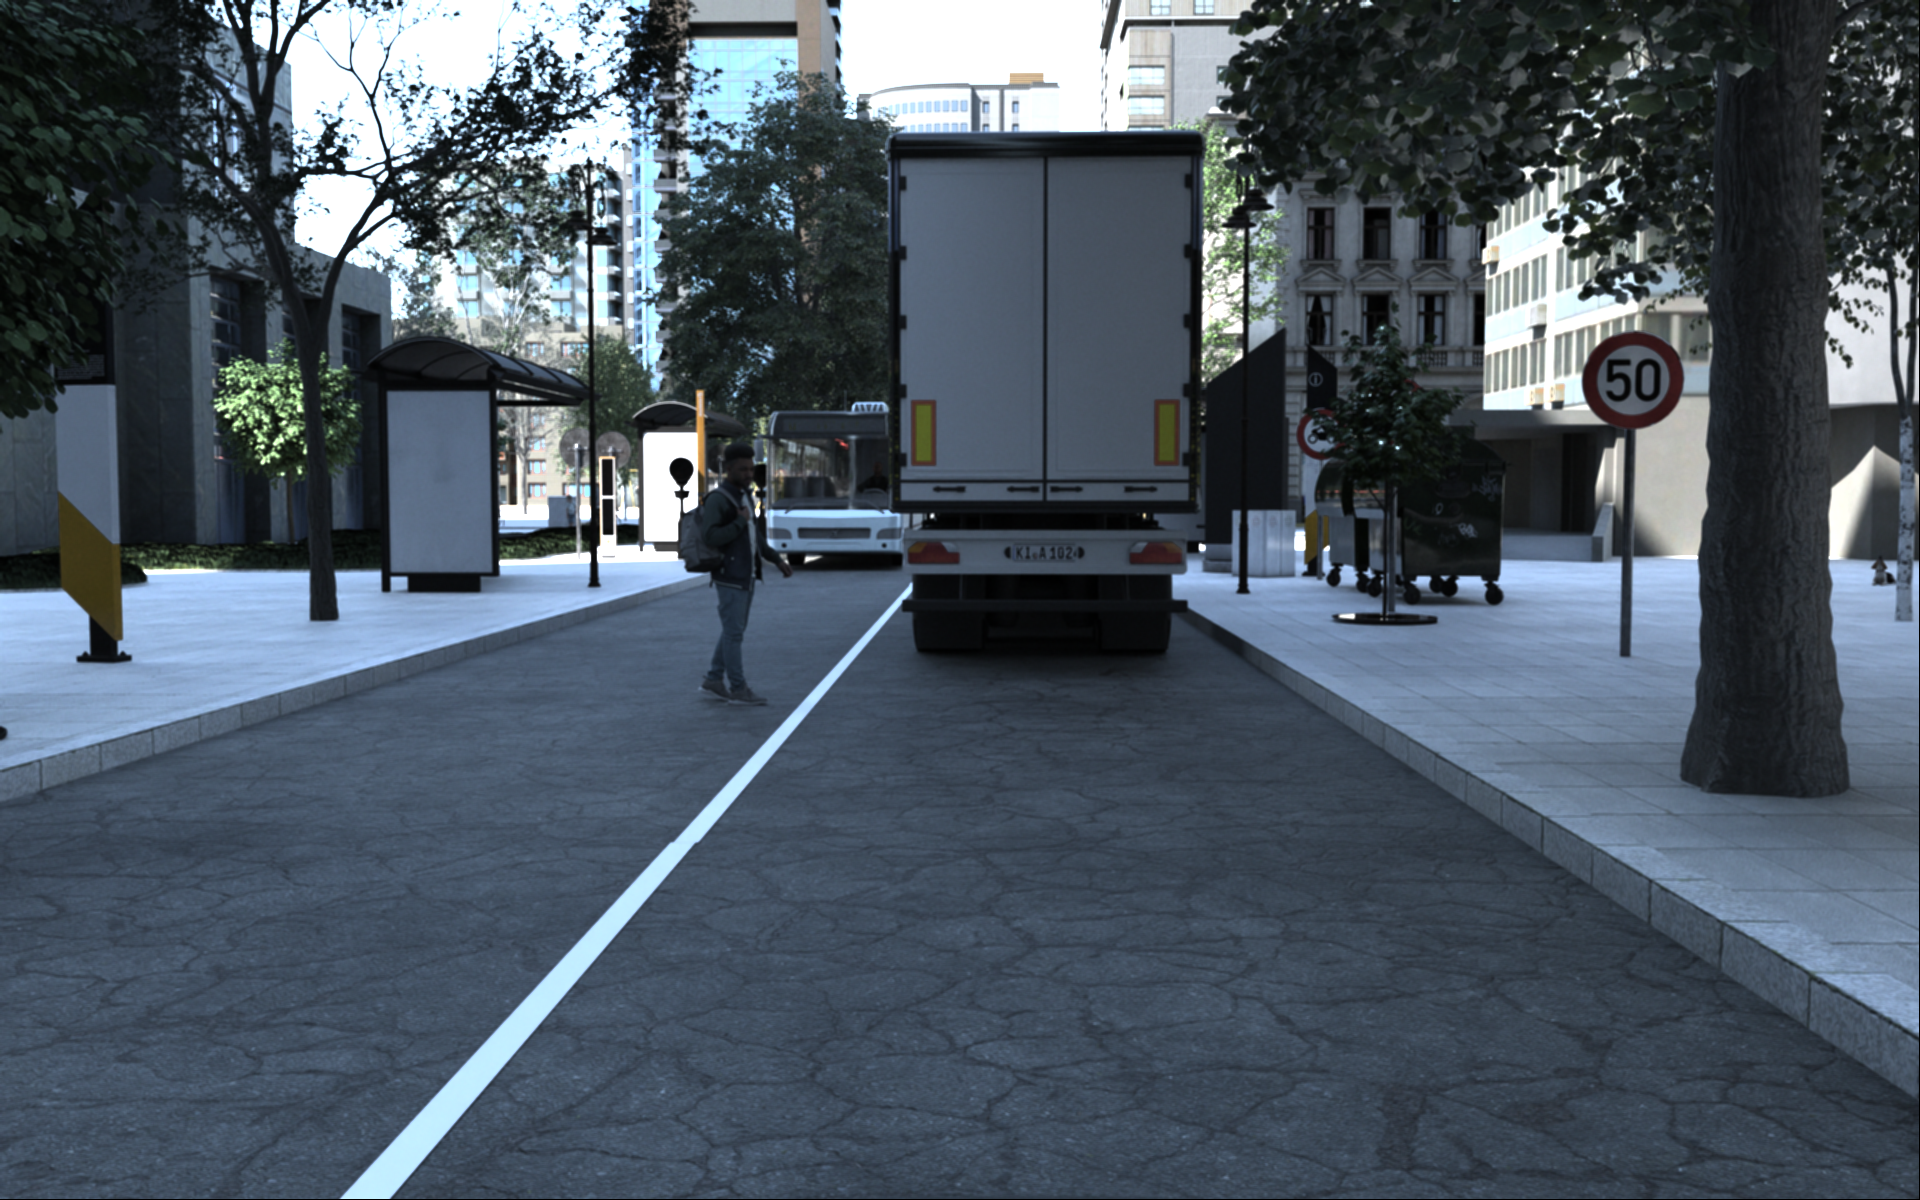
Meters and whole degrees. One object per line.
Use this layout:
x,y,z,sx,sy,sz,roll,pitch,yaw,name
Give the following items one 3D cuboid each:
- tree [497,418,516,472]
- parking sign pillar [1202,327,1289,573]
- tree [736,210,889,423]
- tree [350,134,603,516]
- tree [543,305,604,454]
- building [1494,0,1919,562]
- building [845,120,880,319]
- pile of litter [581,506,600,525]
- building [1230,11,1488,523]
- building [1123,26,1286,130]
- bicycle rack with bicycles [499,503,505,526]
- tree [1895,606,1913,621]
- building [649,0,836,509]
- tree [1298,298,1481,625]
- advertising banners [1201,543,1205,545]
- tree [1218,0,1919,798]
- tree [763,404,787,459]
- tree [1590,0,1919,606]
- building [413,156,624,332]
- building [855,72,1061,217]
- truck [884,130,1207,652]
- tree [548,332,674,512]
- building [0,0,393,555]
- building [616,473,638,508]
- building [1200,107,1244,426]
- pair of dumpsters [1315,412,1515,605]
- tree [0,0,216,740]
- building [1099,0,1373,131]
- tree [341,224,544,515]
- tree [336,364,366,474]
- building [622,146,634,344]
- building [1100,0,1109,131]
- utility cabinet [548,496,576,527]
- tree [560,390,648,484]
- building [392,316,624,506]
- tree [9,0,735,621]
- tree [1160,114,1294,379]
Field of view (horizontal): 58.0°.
-16.379,-4.493,57.176,4.285,4.588,4.351,0,3,0,tree
4.727,-2.449,28.516,1.447,3.967,1.447,2,4,25,parking sign pillar
-5.182,-10.138,76.128,12.009,13.543,11.850,0,3,0,tree
-25.658,-14.432,91.855,12.611,20.169,13.585,0,3,0,tree
-26.530,-11.910,105.093,12.009,13.543,11.850,0,3,0,tree
26.198,-21.261,39.500,32.217,40.220,23.993,0,4,1,building
-16.870,-33.859,203.710,14.200,45.320,14.600,0,4,1,building
-14.613,-3.376,69.170,1.176,0.858,1.719,-1,4,-18,pile of litter
23.223,-15.387,80.455,19.941,23.489,11.050,0,4,1,building
21.502,-28.864,155.528,14.154,41.232,14.086,0,4,1,building
-19.483,-3.457,69.902,2.852,0.926,2.925,1,4,23,bicycle rack with bicycles
9.630,-4.078,17.032,4.360,8.622,3.978,0,3,0,tree
-18.286,-30.643,151.131,14.600,45.320,14.200,0,4,1,building
4.270,-1.382,17.195,1.663,3.219,1.824,0,3,0,tree
5.549,-2.884,43.347,2.074,3.025,0.090,1,4,15,advertising banners
3.561,-6.144,7.111,9.857,13.997,8.962,0,3,0,tree
-15.029,-12.214,134.105,7.601,10.594,8.767,0,4,1,tree
10.157,-4.392,22.165,4.360,8.622,3.978,0,3,0,tree
-61.079,-38.419,247.754,30.456,49.044,23.786,0,4,1,building
-0.298,-43.016,245.312,28.212,58.520,21.231,0,4,1,building
0.866,-1.841,19.013,2.839,4.237,11.283,0,4,2,truck
-24.543,-12.589,122.832,9.611,12.733,9.660,0,3,0,tree
-32.566,-44.383,38.333,31.000,86.520,22.319,0,4,1,building
-21.719,-52.589,172.503,22.319,86.520,31.000,0,4,1,building
21.429,-19.935,113.328,14.401,28.519,23.554,0,4,1,building
5.683,-1.192,21.978,1.574,2.255,4.437,0,4,1,pair of dumpsters
-5.612,-1.531,8.752,4.285,4.588,4.351,0,3,0,tree
29.166,-35.889,176.021,28.713,52.752,27.495,0,4,1,building
-26.495,-10.373,79.963,12.009,13.543,11.850,0,3,0,tree
-13.987,-3.213,36.247,4.285,4.588,4.351,0,3,0,tree
-31.253,-31.819,203.832,14.086,41.232,14.154,0,4,1,building
24.741,-46.590,200.004,20.563,71.187,20.611,0,4,1,building
-13.565,-2.940,59.228,1.020,1.237,0.306,-1,4,-15,utility cabinet
-27.512,-13.214,134.172,7.486,12.596,7.792,0,3,0,tree
-52.851,-21.668,199.304,28.899,21.520,27.650,0,4,1,building
-6.494,-5.092,17.674,8.767,10.594,7.601,0,4,-6,tree
5.482,-7.459,47.713,9.928,11.665,9.643,0,3,0,tree
